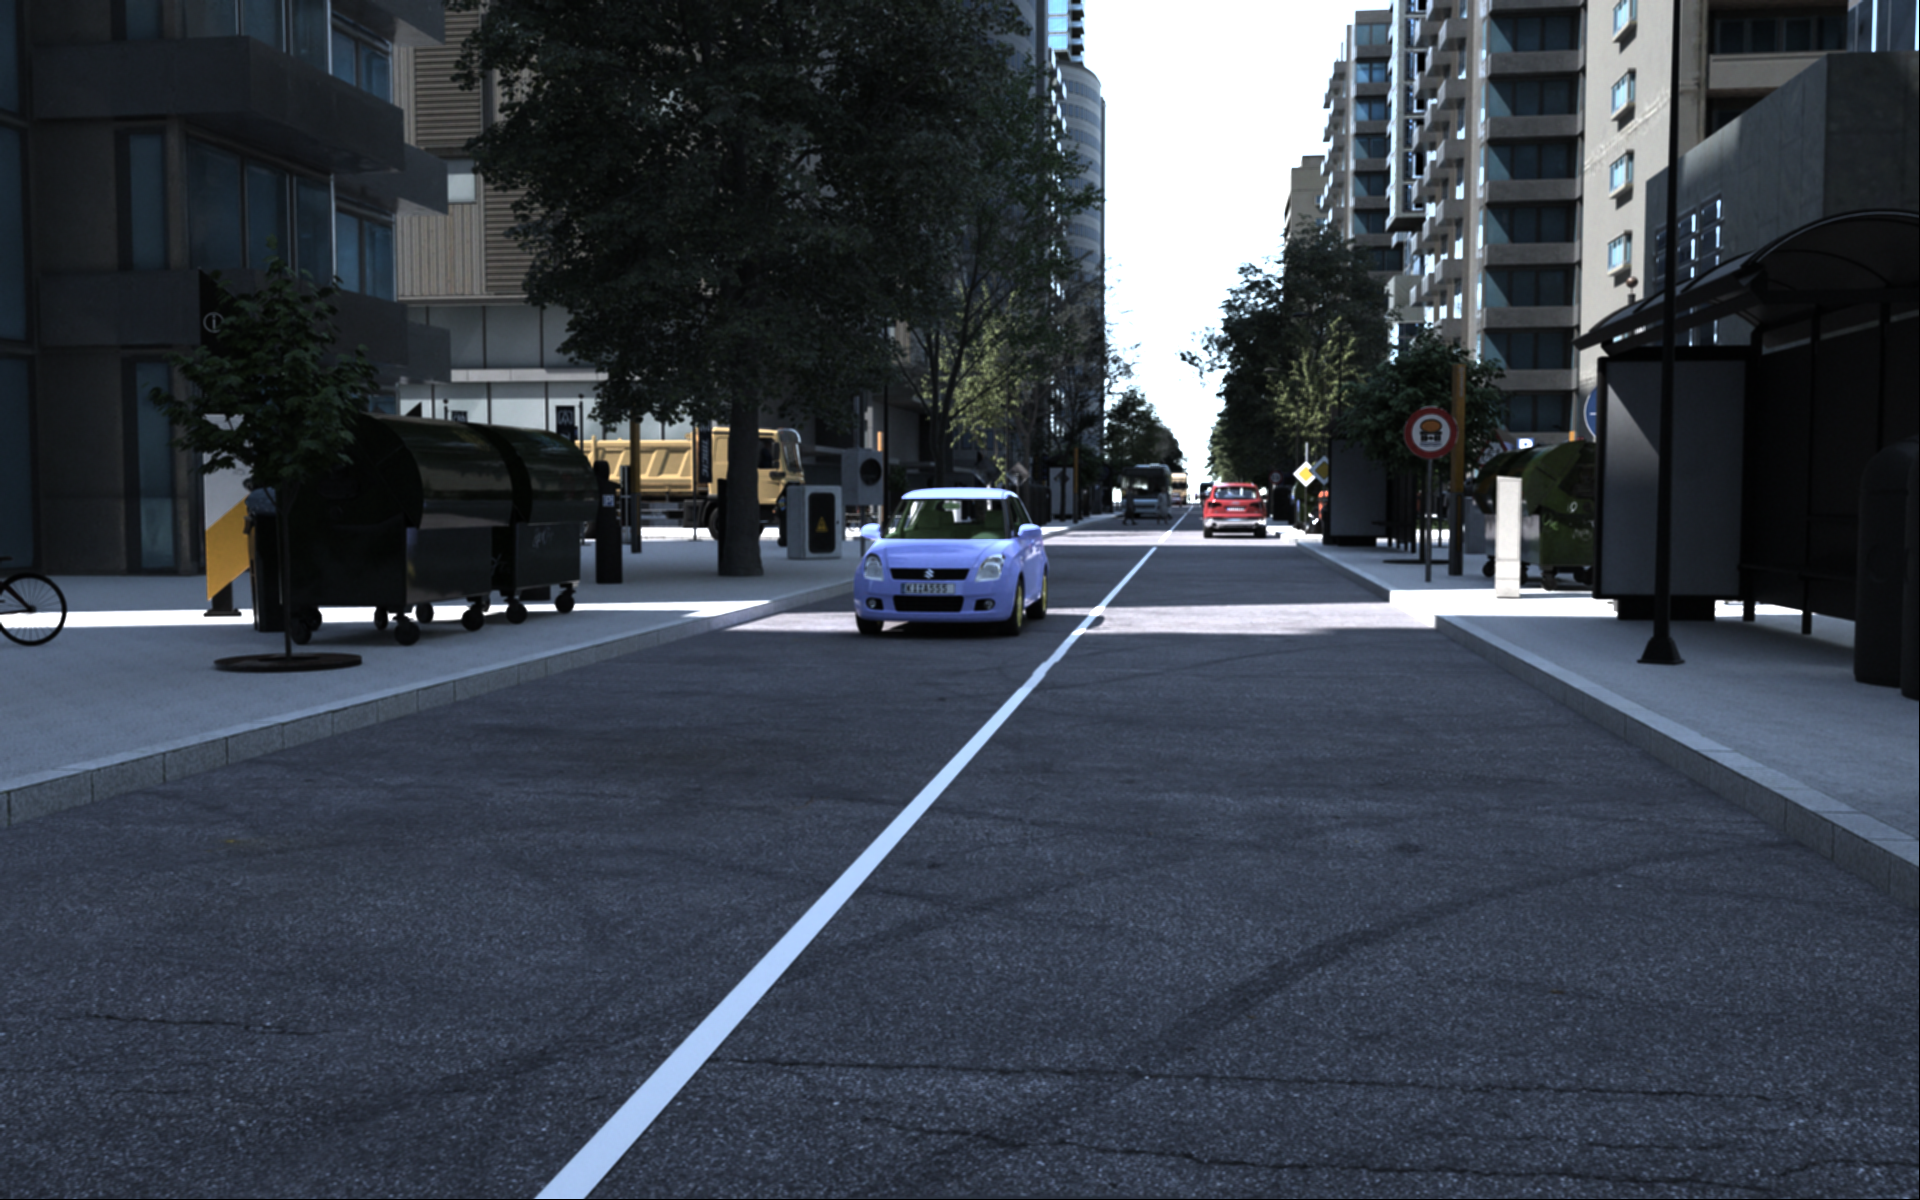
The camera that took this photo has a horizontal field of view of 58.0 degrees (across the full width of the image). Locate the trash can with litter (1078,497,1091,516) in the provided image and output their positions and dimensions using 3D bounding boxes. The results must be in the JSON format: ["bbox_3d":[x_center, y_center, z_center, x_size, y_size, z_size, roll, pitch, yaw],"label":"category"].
[{"bbox_3d":[7.108,-5.511,101.496,1.055,1.170,0.624,-1,4,-21],"label":"trash can with litter"}]

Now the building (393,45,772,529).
[{"bbox_3d":[-18.256,-29.801,76.489,28.713,52.752,27.495,0,4,8],"label":"building"}]

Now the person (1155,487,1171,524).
[{"bbox_3d":[9.699,-4.520,82.750,0.694,1.780,0.624,-1,4,-20],"label":"person"}]

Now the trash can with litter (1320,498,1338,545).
[{"bbox_3d":[9.569,-1.960,43.427,1.055,1.170,0.624,0,4,7],"label":"trash can with litter"}]

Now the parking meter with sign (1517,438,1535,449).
[{"bbox_3d":[18.198,-3.578,54.753,0.543,3.016,1.738,3,5,40],"label":"parking meter with sign"}]

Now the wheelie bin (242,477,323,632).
[{"bbox_3d":[-6.371,-0.513,16.293,0.693,1.594,0.980,-2,4,-29],"label":"wheelie bin"}]

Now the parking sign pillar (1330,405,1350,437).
[{"bbox_3d":[11.806,-3.892,52.102,1.447,3.967,1.447,0,4,6],"label":"parking sign pillar"}]

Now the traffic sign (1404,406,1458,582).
[{"bbox_3d":[6.843,-1.537,25.238,0.768,2.556,0.104,1,4,11],"label":"traffic sign"}]

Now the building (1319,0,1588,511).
[{"bbox_3d":[48.123,-33.942,174.559,23.786,49.044,30.456,0,4,8],"label":"building"}]

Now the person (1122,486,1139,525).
[{"bbox_3d":[7.920,-4.396,80.479,0.767,1.812,0.694,1,4,9],"label":"person"}]

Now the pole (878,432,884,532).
[{"bbox_3d":[-2.583,-3.841,56.645,0.158,3.312,0.155,0,3,0],"label":"pole"}]

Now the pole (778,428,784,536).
[{"bbox_3d":[-5.531,-3.653,53.572,0.158,3.312,0.155,0,3,0],"label":"pole"}]

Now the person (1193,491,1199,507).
[{"bbox_3d":[26.844,-11.541,197.069,0.709,1.838,0.599,0,4,6],"label":"person"}]

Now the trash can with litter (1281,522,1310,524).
[{"bbox_3d":[15.057,-3.894,74.717,1.678,1.210,2.233,-3,4,-36],"label":"trash can with litter"}]

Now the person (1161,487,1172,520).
[{"bbox_3d":[11.463,-5.370,96.401,0.767,1.812,0.694,0,4,5],"label":"person"}]

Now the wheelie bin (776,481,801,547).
[{"bbox_3d":[-4.055,-2.112,42.438,0.693,1.594,0.980,1,4,22],"label":"wheelie bin"}]

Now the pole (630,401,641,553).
[{"bbox_3d":[-7.038,-2.673,37.555,0.158,3.312,0.155,0,3,0],"label":"pole"}]

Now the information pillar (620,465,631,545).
[{"bbox_3d":[-8.458,-2.427,44.167,0.304,2.012,0.304,-3,5,-42],"label":"information pillar"}]

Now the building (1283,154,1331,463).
[{"bbox_3d":[56.336,-37.822,242.087,21.300,48.544,21.600,0,4,8],"label":"building"}]

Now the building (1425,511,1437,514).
[{"bbox_3d":[40.552,-29.870,107.981,23.786,49.044,30.456,0,4,8],"label":"building"}]

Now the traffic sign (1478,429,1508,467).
[{"bbox_3d":[10.642,-2.114,34.573,0.884,2.594,0.081,1,4,13],"label":"traffic sign"}]

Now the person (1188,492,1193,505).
[{"bbox_3d":[30.135,-13.361,227.745,1.217,1.735,0.721,-1,4,-20],"label":"person"}]

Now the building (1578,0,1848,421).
[{"bbox_3d":[36.331,-27.134,67.350,21.600,48.544,21.300,0,4,8],"label":"building"}]

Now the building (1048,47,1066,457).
[{"bbox_3d":[-1.244,-33.846,172.986,23.786,49.044,30.456,0,4,8],"label":"building"}]

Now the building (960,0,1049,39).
[{"bbox_3d":[-4.380,-36.793,143.570,21.231,58.520,28.212,0,4,8],"label":"building"}]

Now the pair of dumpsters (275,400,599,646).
[{"bbox_3d":[-4.933,-0.865,16.633,1.574,2.255,4.437,0,4,8],"label":"pair of dumpsters"}]

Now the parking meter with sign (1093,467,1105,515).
[{"bbox_3d":[8.678,-6.899,109.058,0.543,3.016,1.738,1,4,15],"label":"parking meter with sign"}]

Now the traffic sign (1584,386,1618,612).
[{"bbox_3d":[7.151,-1.142,18.776,0.768,2.556,0.104,1,4,16],"label":"traffic sign"}]

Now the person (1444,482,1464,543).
[{"bbox_3d":[13.290,-2.303,46.488,0.599,1.781,0.374,1,4,17],"label":"person"}]

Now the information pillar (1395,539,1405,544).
[{"bbox_3d":[11.493,-2.477,44.991,0.304,2.012,0.304,0,4,6],"label":"information pillar"}]

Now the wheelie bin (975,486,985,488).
[{"bbox_3d":[0.924,-3.647,67.530,0.980,1.594,0.693,1,4,8],"label":"wheelie bin"}]

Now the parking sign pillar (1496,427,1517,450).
[{"bbox_3d":[20.133,-4.627,64.128,1.447,3.967,1.447,-3,5,-41],"label":"parking sign pillar"}]

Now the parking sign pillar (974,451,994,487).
[{"bbox_3d":[1.485,-7.247,106.962,1.447,3.967,1.447,3,5,43],"label":"parking sign pillar"}]

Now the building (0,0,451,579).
[{"bbox_3d":[-25.743,-24.950,27.534,30.456,49.044,23.786,0,4,8],"label":"building"}]

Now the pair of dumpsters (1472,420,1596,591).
[{"bbox_3d":[8.443,-1.357,24.678,1.574,2.255,4.437,0,4,8],"label":"pair of dumpsters"}]

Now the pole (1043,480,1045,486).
[{"bbox_3d":[5.144,-6.877,106.288,0.158,3.312,0.155,0,3,0],"label":"pole"}]

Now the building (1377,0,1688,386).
[{"bbox_3d":[44.292,-50.783,142.981,22.319,86.520,31.000,0,4,8],"label":"building"}]

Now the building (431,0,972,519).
[{"bbox_3d":[-14.268,-31.955,111.706,28.713,52.752,27.495,0,4,8],"label":"building"}]

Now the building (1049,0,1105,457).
[{"bbox_3d":[11.333,-58.136,263.191,22.319,86.520,31.000,0,4,8],"label":"building"}]

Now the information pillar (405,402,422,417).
[{"bbox_3d":[-13.846,-3.214,43.895,0.504,3.616,0.183,-2,4,-35],"label":"information pillar"}]

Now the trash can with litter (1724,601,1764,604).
[{"bbox_3d":[9.843,-0.559,20.201,1.678,1.210,2.233,-3,5,-42],"label":"trash can with litter"}]

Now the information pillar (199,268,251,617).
[{"bbox_3d":[-7.658,-1.635,18.084,0.504,3.616,0.183,-1,4,-10],"label":"information pillar"}]

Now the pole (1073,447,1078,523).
[{"bbox_3d":[5.050,-5.002,75.621,0.158,3.312,0.155,0,3,0],"label":"pole"}]

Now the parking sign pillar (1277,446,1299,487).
[{"bbox_3d":[18.090,-6.533,95.293,1.447,3.967,1.447,1,4,9],"label":"parking sign pillar"}]

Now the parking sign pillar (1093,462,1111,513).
[{"bbox_3d":[9.851,-8.025,119.684,1.447,3.967,1.447,2,4,26],"label":"parking sign pillar"}]

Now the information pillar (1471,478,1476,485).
[{"bbox_3d":[23.462,-4.561,79.057,0.304,2.012,0.304,1,4,14],"label":"information pillar"}]

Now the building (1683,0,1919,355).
[{"bbox_3d":[23.008,-43.053,16.596,22.319,86.520,31.000,0,4,8],"label":"building"}]

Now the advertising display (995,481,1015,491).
[{"bbox_3d":[2.236,-4.964,86.375,0.974,1.923,0.123,0,4,-7],"label":"advertising display"}]

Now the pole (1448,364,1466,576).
[{"bbox_3d":[7.822,-2.043,27.240,0.158,3.312,0.155,0,3,0],"label":"pole"}]

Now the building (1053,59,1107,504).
[{"bbox_3d":[8.383,-42.362,234.618,21.231,58.520,28.212,0,4,8],"label":"building"}]
